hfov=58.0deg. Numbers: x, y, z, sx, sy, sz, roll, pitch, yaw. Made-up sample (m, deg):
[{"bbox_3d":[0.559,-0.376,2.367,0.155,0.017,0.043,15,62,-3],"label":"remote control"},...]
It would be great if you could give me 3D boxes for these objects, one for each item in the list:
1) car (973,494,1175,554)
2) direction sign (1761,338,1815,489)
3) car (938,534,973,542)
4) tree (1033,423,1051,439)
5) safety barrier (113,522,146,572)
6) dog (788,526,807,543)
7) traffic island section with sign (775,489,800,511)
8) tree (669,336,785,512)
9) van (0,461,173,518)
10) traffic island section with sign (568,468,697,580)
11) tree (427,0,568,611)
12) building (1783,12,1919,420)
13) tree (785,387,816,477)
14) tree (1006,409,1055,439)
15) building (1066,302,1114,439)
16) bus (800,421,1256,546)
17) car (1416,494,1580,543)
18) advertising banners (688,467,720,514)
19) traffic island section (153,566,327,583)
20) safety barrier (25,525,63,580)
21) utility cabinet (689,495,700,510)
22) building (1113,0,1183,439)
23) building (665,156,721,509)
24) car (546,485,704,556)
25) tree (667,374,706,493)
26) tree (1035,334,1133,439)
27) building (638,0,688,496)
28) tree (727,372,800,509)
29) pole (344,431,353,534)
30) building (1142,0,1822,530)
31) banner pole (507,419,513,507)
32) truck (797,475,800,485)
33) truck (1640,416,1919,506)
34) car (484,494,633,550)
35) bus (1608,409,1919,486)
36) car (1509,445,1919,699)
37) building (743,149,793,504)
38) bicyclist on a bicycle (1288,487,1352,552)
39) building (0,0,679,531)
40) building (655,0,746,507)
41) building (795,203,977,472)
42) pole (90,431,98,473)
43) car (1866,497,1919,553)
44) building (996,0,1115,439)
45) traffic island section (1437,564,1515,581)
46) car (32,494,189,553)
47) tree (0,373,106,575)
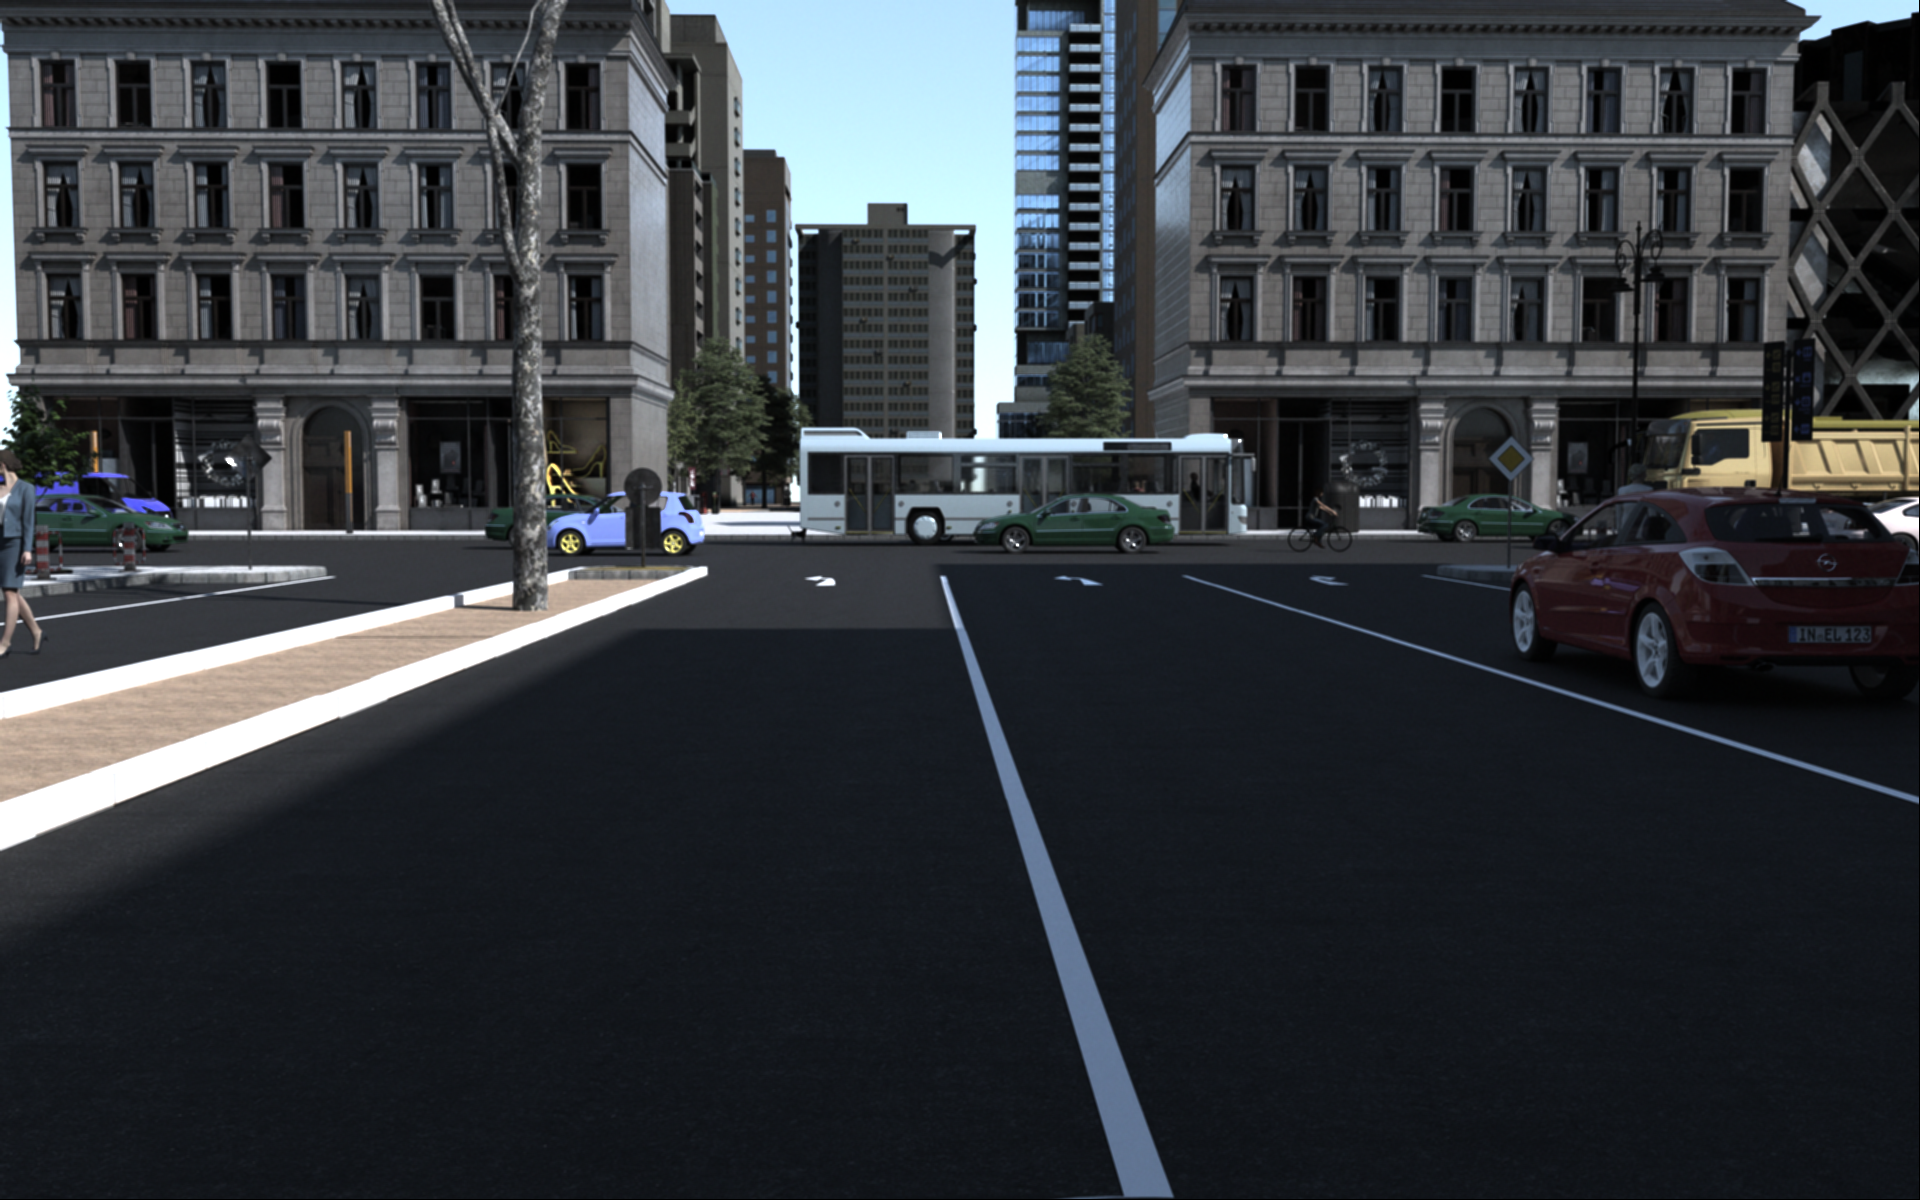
[{"bbox_3d":[2.779,-1.874,42.438,4.920,1.459,2.131,0,3,0],"label":"car"},{"bbox_3d":[12.213,-2.056,25.610,0.379,3.537,0.876,-2,4,-23],"label":"direction sign"},{"bbox_3d":[0.695,-2.425,52.236,3.894,1.354,1.945,0,4,-2],"label":"car"},{"bbox_3d":[8.185,-13.523,171.461,4.360,8.622,3.978,0,3,0],"label":"tree"},{"bbox_3d":[-13.757,-0.882,28.688,0.300,0.817,1.120,0,4,-1],"label":"safety barrier"},{"bbox_3d":[-4.751,-1.934,50.913,0.406,0.507,0.540,2,4,27],"label":"dog"},{"bbox_3d":[-14.747,-8.543,148.299,1.989,1.847,2.006,0,4,-1],"label":"traffic island section with sign"},{"bbox_3d":[-17.101,-12.640,124.796,7.486,12.596,7.792,0,3,0],"label":"tree"},{"bbox_3d":[-24.483,-2.655,47.787,5.245,2.365,2.240,0,4,-1],"label":"van"},{"bbox_3d":[-5.544,-1.322,29.751,2.006,1.907,1.989,0,4,-1],"label":"traffic island section with sign"},{"bbox_3d":[-6.514,-9.978,21.493,12.611,20.169,13.585,0,3,0],"label":"tree"},{"bbox_3d":[37.731,-12.286,68.332,16.811,18.784,16.820,0,4,-1],"label":"building"},{"bbox_3d":[-18.297,-16.195,182.908,7.486,12.596,7.792,0,3,0],"label":"tree"},{"bbox_3d":[8.120,-15.612,189.676,8.767,10.594,7.601,0,4,-4],"label":"tree"},{"bbox_3d":[25.453,-19.918,170.700,27.650,21.520,28.899,0,4,-1],"label":"building"},{"bbox_3d":[2.195,-3.309,48.954,13.247,3.499,2.948,0,4,0],"label":"bus"},{"bbox_3d":[16.264,-2.463,52.072,4.920,1.459,2.131,0,4,-2],"label":"car"},{"bbox_3d":[-16.450,-7.036,111.234,2.074,3.025,0.090,-1,4,-23],"label":"advertising banners"},{"bbox_3d":[-12.051,-0.433,29.352,2.009,0.180,2.903,0,4,-1],"label":"traffic island section"},{"bbox_3d":[-13.685,-0.708,25.844,0.300,0.817,1.120,0,4,-1],"label":"safety barrier"},{"bbox_3d":[-18.200,-6.629,119.547,1.020,1.237,0.306,1,4,18],"label":"utility cabinet"},{"bbox_3d":[19.629,-29.597,134.029,14.600,45.320,14.200,0,4,-1],"label":"building"},{"bbox_3d":[-28.556,-23.082,149.087,14.160,30.474,14.107,0,4,-1],"label":"building"},{"bbox_3d":[-7.895,-1.905,40.740,3.694,1.707,1.945,0,3,0],"label":"car"},{"bbox_3d":[-17.742,-9.515,105.926,4.737,8.622,4.395,0,3,0],"label":"tree"},{"bbox_3d":[8.933,-12.526,122.929,7.486,12.596,7.792,0,3,0],"label":"tree"},{"bbox_3d":[-31.558,-42.313,130.075,20.563,71.187,20.611,0,4,-1],"label":"building"},{"bbox_3d":[-17.344,-14.133,153.135,6.751,12.117,7.091,0,3,0],"label":"tree"},{"bbox_3d":[-19.731,-3.795,55.890,0.158,3.312,0.155,0,3,0],"label":"pole"},{"bbox_3d":[9.170,-13.066,64.532,40.483,20.767,10.553,0,4,-1],"label":"building"},{"bbox_3d":[-15.039,-4.181,58.383,0.401,3.779,0.863,1,4,22],"label":"banner pole"},{"bbox_3d":[-11.798,-9.200,146.339,3.469,3.379,9.791,0,4,-1],"label":"truck"},{"bbox_3d":[21.696,-2.954,44.223,9.791,3.379,3.469,0,4,-1],"label":"truck"},{"bbox_3d":[-9.975,-2.067,45.593,4.920,1.459,2.131,0,4,0],"label":"car"},{"bbox_3d":[25.648,-3.629,50.889,12.252,3.916,2.896,0,4,-1],"label":"bus"},{"bbox_3d":[5.733,-0.279,13.599,2.155,1.783,4.494,0,4,0],"label":"car"},{"bbox_3d":[-29.166,-35.110,224.165,14.200,45.320,14.600,0,4,-1],"label":"building"},{"bbox_3d":[8.941,-2.016,42.977,1.625,1.676,1.499,0,4,-3],"label":"bicyclist on a bicycle"},{"bbox_3d":[-31.308,-13.023,63.833,40.483,20.767,10.553,0,4,-1],"label":"building"},{"bbox_3d":[-33.191,-33.618,173.348,21.600,48.544,21.300,0,4,-1],"label":"building"},{"bbox_3d":[-9.800,-33.158,234.015,23.993,40.220,32.217,0,4,-1],"label":"building"},{"bbox_3d":[-28.013,-3.807,56.089,0.158,3.312,0.155,0,3,0],"label":"pole"},{"bbox_3d":[20.431,-1.450,36.068,4.827,1.381,2.083,0,4,-1],"label":"car"},{"bbox_3d":[18.801,-56.059,229.243,31.000,86.520,22.319,0,4,-1],"label":"building"},{"bbox_3d":[9.484,-0.466,29.892,2.009,0.180,2.903,0,4,-1],"label":"traffic island section"},{"bbox_3d":[-21.707,-1.904,42.934,4.920,1.459,2.131,0,4,-2],"label":"car"},{"bbox_3d":[-14.895,-2.028,27.764,1.663,3.219,1.824,0,3,0],"label":"tree"}]
